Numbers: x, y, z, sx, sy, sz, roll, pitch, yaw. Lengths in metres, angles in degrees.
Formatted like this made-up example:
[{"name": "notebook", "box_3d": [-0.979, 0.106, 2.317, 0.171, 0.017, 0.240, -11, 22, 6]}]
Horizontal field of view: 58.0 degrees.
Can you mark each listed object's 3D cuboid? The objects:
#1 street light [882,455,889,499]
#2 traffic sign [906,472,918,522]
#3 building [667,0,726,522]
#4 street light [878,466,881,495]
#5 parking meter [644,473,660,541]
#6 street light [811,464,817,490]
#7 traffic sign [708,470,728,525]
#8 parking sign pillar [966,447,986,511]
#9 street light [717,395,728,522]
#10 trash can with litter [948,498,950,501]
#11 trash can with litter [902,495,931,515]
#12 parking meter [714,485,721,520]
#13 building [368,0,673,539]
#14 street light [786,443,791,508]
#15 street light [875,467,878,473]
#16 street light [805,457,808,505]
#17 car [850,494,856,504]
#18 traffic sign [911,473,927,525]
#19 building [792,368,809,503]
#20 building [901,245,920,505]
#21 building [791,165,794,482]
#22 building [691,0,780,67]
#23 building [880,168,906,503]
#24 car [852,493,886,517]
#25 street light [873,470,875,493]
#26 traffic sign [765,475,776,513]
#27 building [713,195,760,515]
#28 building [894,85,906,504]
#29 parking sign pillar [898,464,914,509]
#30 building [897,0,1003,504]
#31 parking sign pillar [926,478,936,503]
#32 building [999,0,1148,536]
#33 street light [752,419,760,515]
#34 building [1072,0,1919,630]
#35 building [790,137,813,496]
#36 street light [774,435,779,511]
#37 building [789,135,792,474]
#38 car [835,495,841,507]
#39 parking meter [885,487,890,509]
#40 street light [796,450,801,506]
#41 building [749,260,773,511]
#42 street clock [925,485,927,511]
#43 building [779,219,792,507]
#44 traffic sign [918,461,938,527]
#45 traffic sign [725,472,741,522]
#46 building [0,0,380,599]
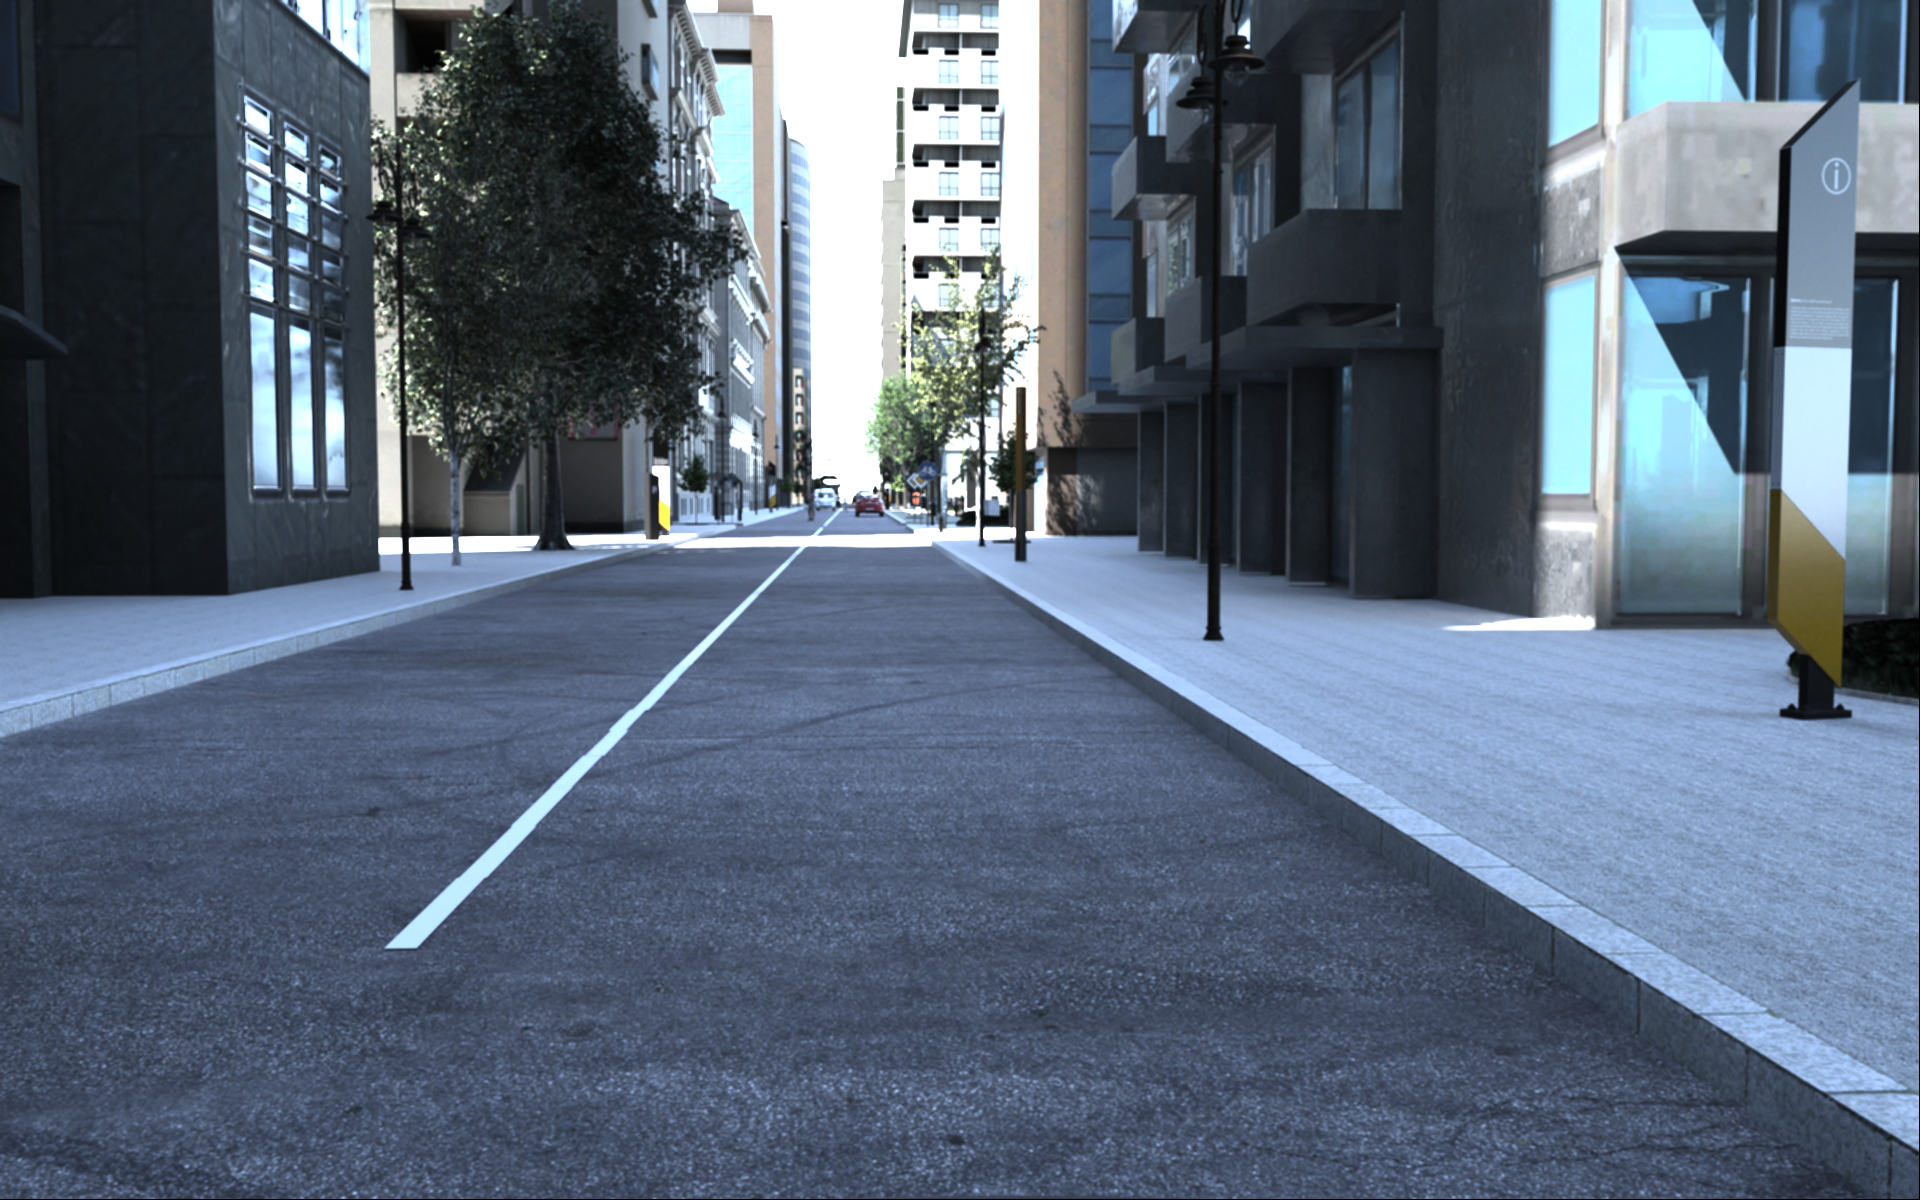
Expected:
[{"name": "street light", "box_3d": [-7.503, -12.474, 176.730, 0.468, 5.910, 1.993, 0, 4, -3]}, {"name": "traffic sign", "box_3d": [-2.082, -4.626, 79.277, 0.795, 2.450, 0.064, 0, 4, -3]}, {"name": "building", "box_3d": [-19.862, -18.502, 89.896, 14.401, 28.519, 23.554, 0, 4, -3]}, {"name": "street light", "box_3d": [-9.101, -14.120, 203.655, 0.468, 5.910, 1.993, 0, 4, -3]}, {"name": "parking meter", "box_3d": [-8.490, -2.572, 47.756, 0.255, 1.863, 0.399, 3, 4, 39]}, {"name": "street light", "box_3d": [-20.284, -16.250, 238.479, 0.468, 5.910, 1.993, 0, 4, -3]}, {"name": "traffic sign", "box_3d": [-9.885, -4.110, 70.833, 0.795, 2.450, 0.064, 0, 4, -3]}, {"name": "parking sign pillar", "box_3d": [0.885, -6.620, 96.715, 1.447, 3.967, 1.447, -2, 4, -35]}, {"name": "street light", "box_3d": [-10.899, -6.528, 79.517, 0.468, 5.910, 1.993, 0, 4, -3]}, {"name": "trash can with litter", "box_3d": [-1.138, -6.487, 117.448, 0.624, 1.170, 1.055, 1, 4, 22]}, {"name": "trash can with litter", "box_3d": [-2.543, -5.950, 108.333, 2.233, 1.210, 1.678, -1, 4, -9]}, {"name": "parking meter", "box_3d": [-12.005, -4.901, 85.840, 0.255, 1.863, 0.399, 1, 4, 8]}, {"name": "building", "box_3d": [-21.653, -26.589, 58.440, 21.600, 48.544, 21.300, 0, 4, -3]}, {"name": "street light", "box_3d": [-15.441, -11.217, 156.189, 0.468, 5.910, 1.993, 0, 4, -3]}, {"name": "street light", "box_3d": [-10.737, -15.753, 230.347, 0.468, 5.910, 1.993, 0, 4, -3]}, {"name": "street light", "box_3d": [-18.585, -14.485, 209.615, 0.468, 5.910, 1.993, 0, 4, -3]}, {"name": "car", "box_3d": [-15.339, -15.159, 258.078, 2.015, 1.641, 3.980, 0, 4, -4]}, {"name": "traffic sign", "box_3d": [-1.605, -4.138, 71.307, 0.795, 2.450, 0.064, 0, 4, -3]}, {"name": "building", "box_3d": [-36.305, -24.883, 251.872, 27.650, 21.520, 28.899, 0, 4, -3]}, {"name": "building", "box_3d": [0.136, -26.329, 202.181, 14.160, 30.474, 14.107, 0, 4, -3]}, {"name": "building", "box_3d": [-26.766, -33.760, 202.094, 14.600, 45.320, 14.200, 0, 4, -3]}, {"name": "building", "box_3d": [-23.707, -31.172, 159.772, 14.600, 45.320, 14.200, 0, 4, -3]}, {"name": "building", "box_3d": [-0.904, -38.495, 253.091, 21.300, 48.544, 21.600, 0, 4, -3]}, {"name": "car", "box_3d": [-5.799, -6.225, 110.812, 2.155, 1.783, 4.494, 0, 4, -4]}, {"name": "street light", "box_3d": [-12.433, -17.558, 259.860, 0.468, 5.910, 1.993, 0, 4, -3]}, {"name": "traffic sign", "box_3d": [-12.699, -7.095, 116.113, 0.768, 2.556, 0.104, 0, 4, 0]}, {"name": "building", "box_3d": [-19.387, -16.928, 112.924, 11.583, 22.565, 21.152, 0, 4, -3]}, {"name": "building", "box_3d": [-3.303, -52.876, 302.778, 20.563, 71.187, 20.611, 0, 4, -3]}, {"name": "parking sign pillar", "box_3d": [-4.485, -9.652, 146.287, 1.447, 3.967, 1.447, 0, 4, 6]}, {"name": "building", "box_3d": [8.170, -36.204, 181.182, 28.713, 52.752, 27.495, 0, 4, -3]}, {"name": "parking sign pillar", "box_3d": [-2.725, -10.051, 152.801, 1.447, 3.967, 1.447, 0, 4, 2]}, {"name": "building", "box_3d": [8.794, -24.972, 58.404, 14.600, 45.320, 14.200, 0, 4, -3]}, {"name": "street light", "box_3d": [-12.516, -8.160, 106.211, 0.468, 5.910, 1.993, 0, 4, -3]}, {"name": "building", "box_3d": [14.765, -24.998, 28.321, 23.786, 49.044, 30.456, 0, 4, -3]}, {"name": "building", "box_3d": [-34.759, -45.100, 279.388, 21.231, 58.520, 28.212, 0, 4, -3]}, {"name": "street light", "box_3d": [-14.067, -9.813, 133.237, 0.468, 5.910, 1.993, 0, 4, -3]}, {"name": "building", "box_3d": [-26.210, -32.894, 187.928, 14.600, 45.320, 14.200, 0, 4, -3]}, {"name": "car", "box_3d": [-14.598, -11.378, 198.606, 1.945, 1.354, 3.894, 0, 4, -4]}, {"name": "parking meter", "box_3d": [-6.190, -8.675, 147.548, 0.399, 1.863, 0.255, 0, 4, 2]}, {"name": "street light", "box_3d": [-17.049, -12.850, 182.883, 0.468, 5.910, 1.993, 0, 4, -3]}, {"name": "building", "box_3d": [-21.844, -17.957, 135.400, 13.314, 21.916, 24.055, 0, 4, -3]}, {"name": "street clock", "box_3d": [-2.597, -7.642, 129.523, 0.358, 2.002, 0.471, -1, 4, -16]}, {"name": "building", "box_3d": [-24.308, -24.626, 174.342, 14.160, 30.474, 14.107, 0, 4, -3]}, {"name": "traffic sign", "box_3d": [-1.245, -4.090, 66.983, 0.768, 2.556, 0.104, 0, 3, 0]}, {"name": "traffic sign", "box_3d": [-10.363, -4.597, 78.804, 0.795, 2.450, 0.064, 0, 4, -3]}, {"name": "building", "box_3d": [-17.882, -42.664, 10.225, 22.319, 86.520, 31.000, 0, 4, -3]}]
